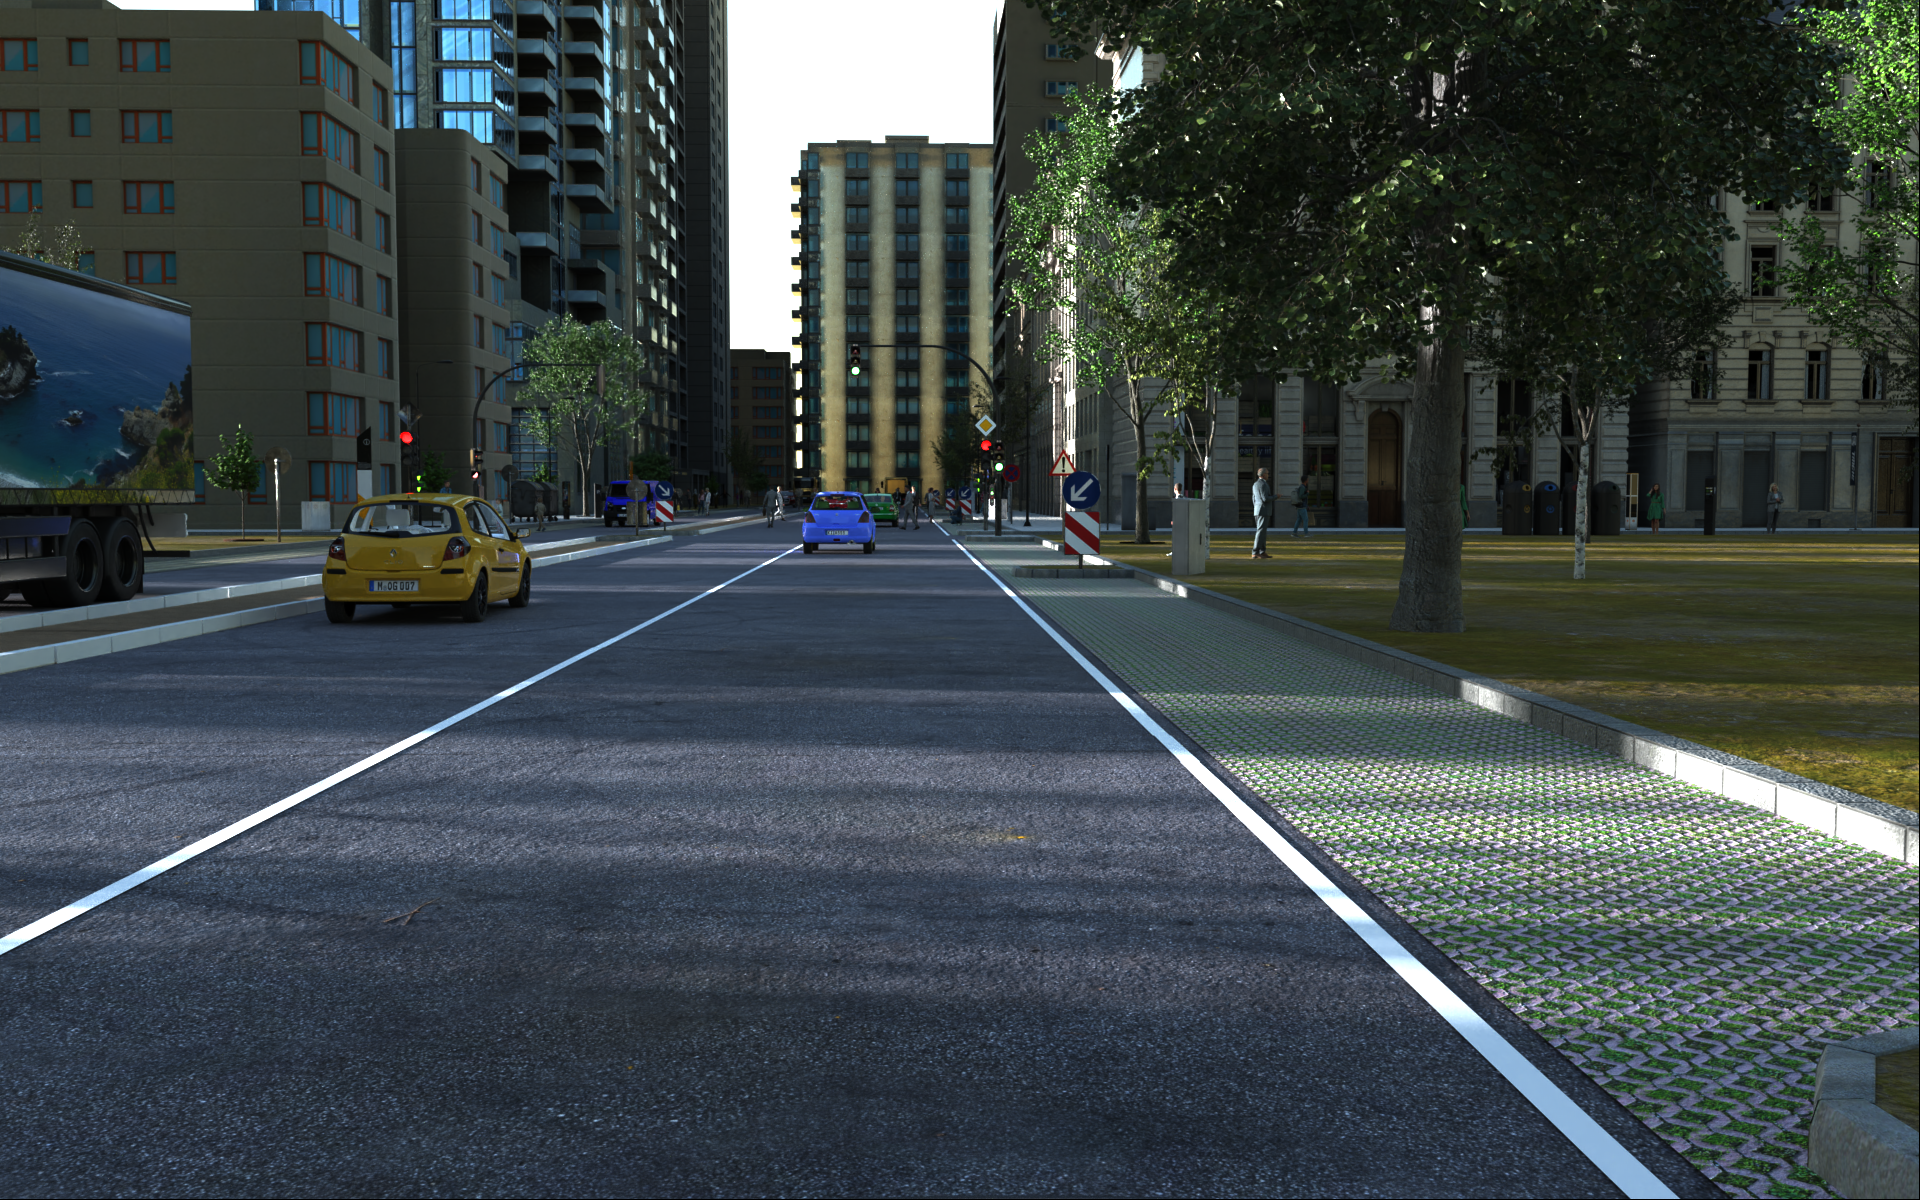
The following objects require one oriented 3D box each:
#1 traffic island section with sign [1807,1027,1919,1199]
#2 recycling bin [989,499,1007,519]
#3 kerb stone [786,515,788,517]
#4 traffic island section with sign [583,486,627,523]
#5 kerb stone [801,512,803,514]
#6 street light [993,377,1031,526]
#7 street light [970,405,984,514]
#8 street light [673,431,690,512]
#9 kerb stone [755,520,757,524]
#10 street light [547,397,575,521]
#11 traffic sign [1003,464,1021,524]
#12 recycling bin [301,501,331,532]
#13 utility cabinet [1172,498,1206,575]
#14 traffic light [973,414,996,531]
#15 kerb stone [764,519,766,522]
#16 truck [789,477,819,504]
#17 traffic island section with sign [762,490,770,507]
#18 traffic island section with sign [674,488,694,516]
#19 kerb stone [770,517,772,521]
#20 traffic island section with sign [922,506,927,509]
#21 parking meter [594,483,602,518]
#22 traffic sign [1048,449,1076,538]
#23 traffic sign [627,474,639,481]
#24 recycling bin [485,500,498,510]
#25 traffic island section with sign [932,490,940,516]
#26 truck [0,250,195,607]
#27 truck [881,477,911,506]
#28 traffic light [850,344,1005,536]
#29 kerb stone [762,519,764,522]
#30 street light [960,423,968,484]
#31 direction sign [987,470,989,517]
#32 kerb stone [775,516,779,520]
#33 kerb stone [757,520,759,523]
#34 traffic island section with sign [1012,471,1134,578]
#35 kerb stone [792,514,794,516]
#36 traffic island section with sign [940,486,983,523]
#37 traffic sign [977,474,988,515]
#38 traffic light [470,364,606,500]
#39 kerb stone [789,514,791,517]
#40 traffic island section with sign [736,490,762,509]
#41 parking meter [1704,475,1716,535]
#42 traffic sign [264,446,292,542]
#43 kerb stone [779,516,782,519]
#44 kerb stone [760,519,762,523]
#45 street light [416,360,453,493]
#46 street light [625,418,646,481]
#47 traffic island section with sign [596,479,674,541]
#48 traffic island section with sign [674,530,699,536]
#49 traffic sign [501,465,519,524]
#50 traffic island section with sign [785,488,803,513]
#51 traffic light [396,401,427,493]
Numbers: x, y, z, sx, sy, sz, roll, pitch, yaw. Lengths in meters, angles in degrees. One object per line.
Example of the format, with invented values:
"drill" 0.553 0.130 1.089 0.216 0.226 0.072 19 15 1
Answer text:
"traffic island section with sign" 2.798 0.331 3.214 1.989 1.847 2.006 0 4 -2
"recycling bin" 1.952 -4.672 88.936 0.722 1.027 0.722 -2 4 -25
"kerb stone" -10.567 -4.991 103.805 0.120 0.150 1.000 0 4 -2
"traffic island section with sign" -17.379 -4.676 85.078 1.989 1.847 2.006 0 4 -2
"kerb stone" -11.066 -5.933 119.204 0.120 0.150 1.000 0 4 -2
"street light" 2.139 -5.879 68.670 1.470 5.913 1.316 0 4 -2
"street light" 1.375 -7.219 90.570 1.470 5.913 1.316 0 4 -2
"street light" -20.478 -9.468 127.342 1.470 5.913 1.316 0 4 -2
"kerb stone" -9.875 -3.665 82.300 0.120 0.150 1.000 0 4 -2
"street light" -19.080 -6.749 82.890 1.470 5.913 1.316 0 4 -2
"traffic sign" 2.206 -4.521 74.030 0.768 2.556 0.104 0 4 7
"recycling bin" -22.198 -2.883 59.687 0.722 1.027 0.722 3 5 43
"utility cabinet" 3.692 -1.023 27.883 0.306 1.237 1.020 1 4 23
"traffic light" 0.889 -4.404 60.929 0.839 4.253 0.868 0 4 -2
"kerb stone" -10.042 -3.989 87.423 0.120 0.150 1.000 0 4 -2
"truck" -17.866 -12.509 200.449 3.469 3.379 9.791 0 4 -3
"traffic island section with sign" -20.720 -11.040 189.135 1.989 1.847 2.006 0 4 -2
"traffic island section with sign" -18.248 -6.326 112.060 1.989 1.847 2.006 0 4 -2
"kerb stone" -10.176 -4.240 91.516 0.120 0.150 1.000 0 4 -2
"traffic island section with sign" -2.350 -9.449 163.111 1.989 1.847 2.006 0 4 -2
"parking meter" -19.518 -5.367 93.463 0.399 1.863 0.255 -1 4 -21
"traffic sign" 3.014 -3.085 50.440 0.884 2.594 0.081 0 4 4
"traffic sign" -20.843 -6.747 110.415 0.768 2.556 0.104 0 4 8
"recycling bin" -19.131 -3.531 70.279 0.722 1.027 0.722 1 4 11
"traffic island section with sign" -0.764 -6.426 113.699 1.989 1.847 2.006 0 4 -2
"truck" -12.133 -1.887 19.770 2.839 4.237 11.283 0 4 -3
"truck" -7.273 -12.300 197.020 3.469 3.379 9.791 0 4 -2
"traffic light" -0.942 -4.775 52.740 4.771 5.953 1.251 0 4 -2
"kerb stone" -10.008 -3.927 86.400 0.120 0.150 1.000 0 4 -2
"street light" 0.675 -8.604 113.211 1.470 5.913 1.316 0 4 -2
"direction sign" 1.490 -6.380 96.304 0.379 3.537 0.876 -1 4 -15
"kerb stone" -10.339 -4.553 96.639 0.120 0.150 1.000 0 4 -2
"kerb stone" -9.908 -3.729 83.327 0.120 0.150 1.000 0 4 -2
"traffic island section with sign" 1.931 -1.317 30.155 1.989 1.847 2.006 0 4 -2
"kerb stone" -10.769 -5.368 109.969 0.120 0.150 1.000 0 4 -2
"traffic island section with sign" 0.121 -4.752 86.316 1.989 1.847 2.006 0 4 -2
"traffic sign" 1.442 -6.591 107.873 0.768 2.556 0.104 0 4 6
"traffic light" -14.775 -5.246 60.446 4.771 5.953 1.251 0 4 -2
"kerb stone" -10.657 -5.180 106.892 0.120 0.150 1.000 0 4 -2
"traffic island section with sign" -19.862 -9.392 162.194 1.989 1.847 2.006 0 4 -2
"parking meter" 23.357 -2.949 53.929 0.255 1.863 0.399 3 4 37
"traffic sign" -18.168 -2.816 46.146 0.768 2.556 0.104 0 4 7
"kerb stone" -10.439 -4.740 99.710 0.120 0.150 1.000 0 4 -2
"kerb stone" -9.974 -3.864 85.378 0.120 0.150 1.000 0 4 -2
"street light" -18.271 -5.361 60.189 1.470 5.913 1.316 0 4 -2
"street light" -19.786 -8.128 105.440 1.470 5.913 1.316 0 4 -2
"traffic island section with sign" -9.976 -2.741 52.944 2.006 1.907 1.989 0 4 -2
"traffic island section with sign" -10.205 -3.193 60.348 2.006 1.907 1.989 0 4 -2
"traffic sign" -19.382 -4.557 74.610 0.768 2.556 0.104 0 4 3
"traffic island section with sign" -12.636 -7.787 135.447 2.006 1.907 1.989 0 4 -2
"traffic light" -16.605 -3.880 52.362 0.839 4.253 0.868 0 4 -2
